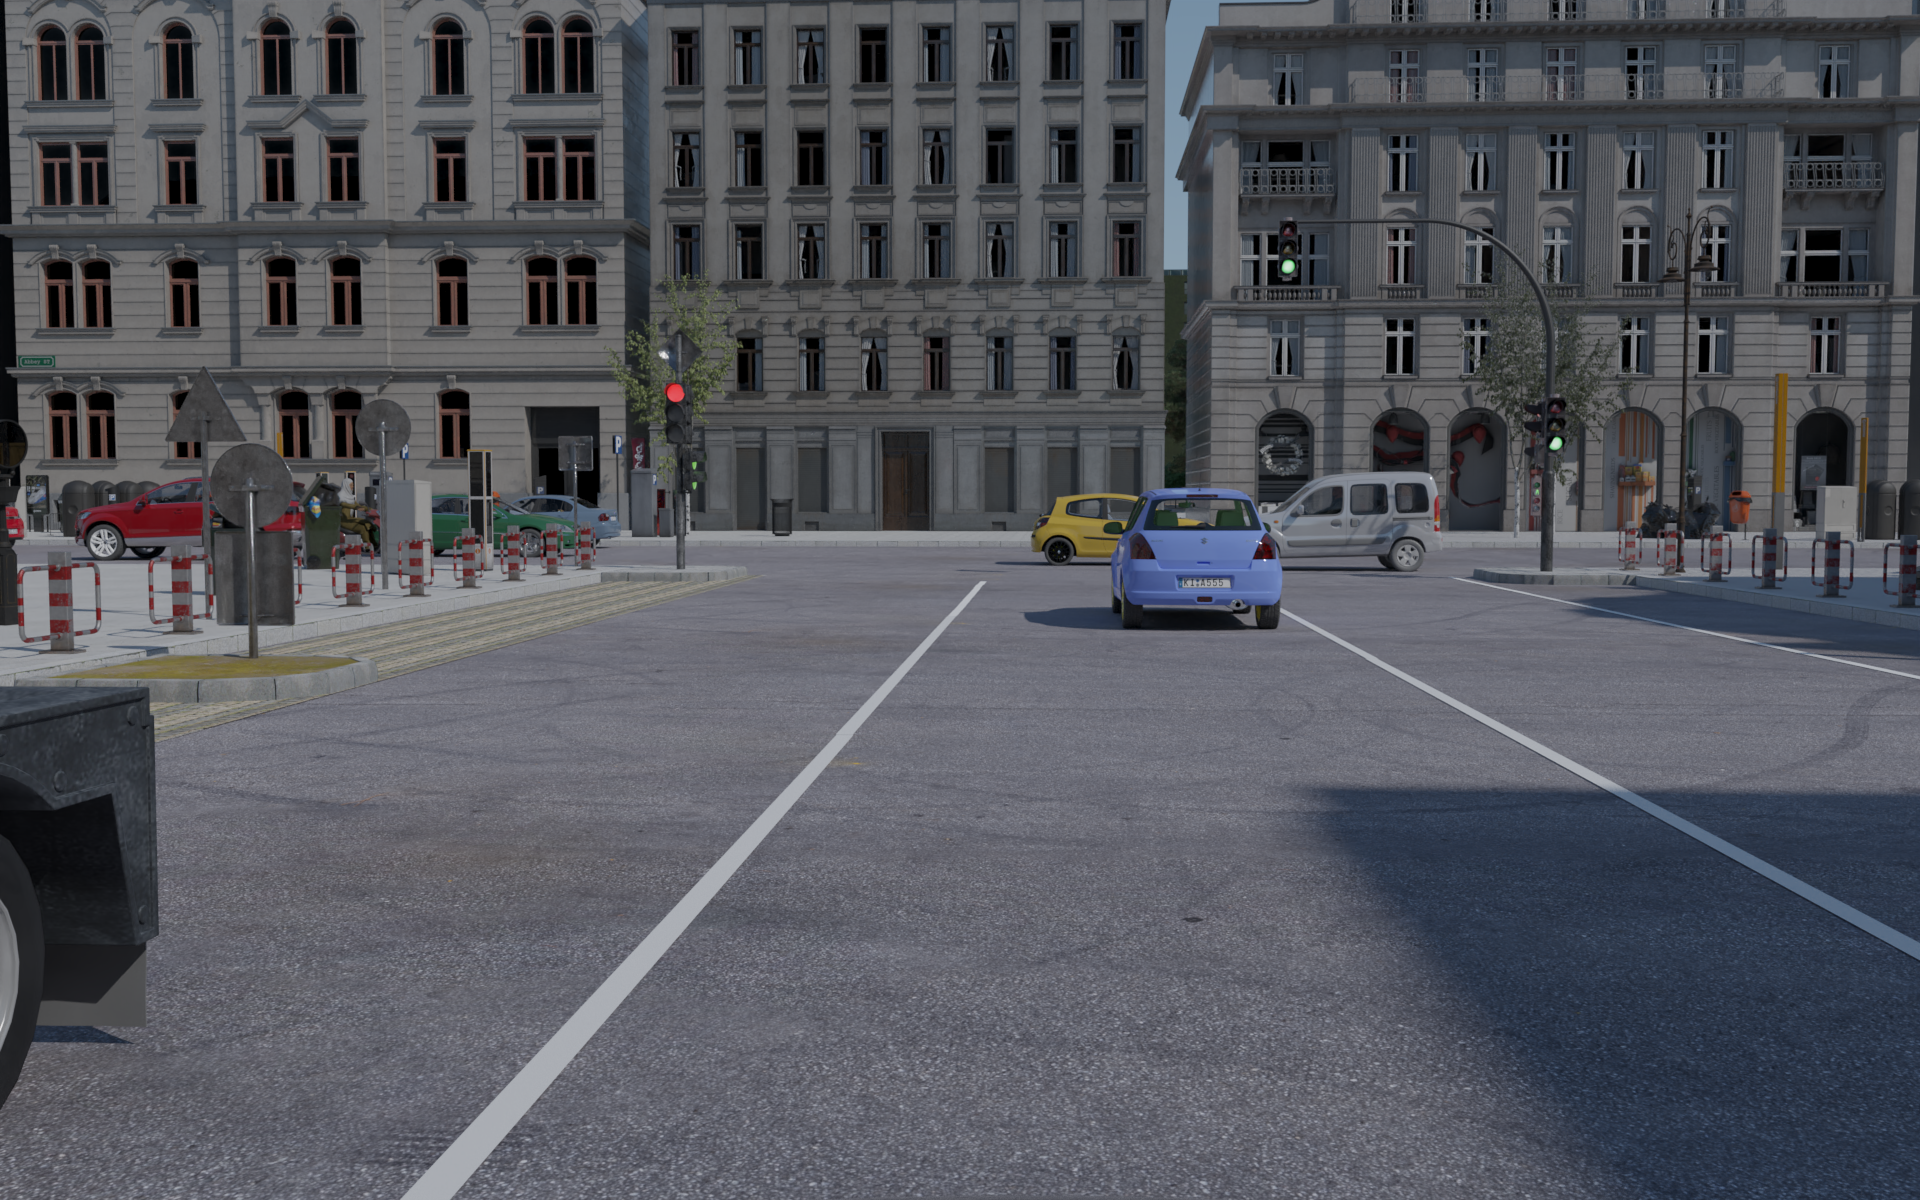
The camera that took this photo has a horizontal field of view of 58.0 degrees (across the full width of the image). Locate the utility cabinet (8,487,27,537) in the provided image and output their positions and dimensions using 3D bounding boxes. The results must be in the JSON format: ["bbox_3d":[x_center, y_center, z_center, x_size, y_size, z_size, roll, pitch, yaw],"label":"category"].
[{"bbox_3d":[-27.842,-2.596,51.128,0.318,1.500,1.173,-3,4,-37],"label":"utility cabinet"}]

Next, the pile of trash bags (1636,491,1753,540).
[{"bbox_3d":[21.113,-2.436,49.589,1.912,1.369,3.447,-2,4,-28],"label":"pile of trash bags"}]

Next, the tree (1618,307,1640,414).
[{"bbox_3d":[19.039,-6.382,54.714,4.360,8.622,3.978,0,3,0],"label":"tree"}]

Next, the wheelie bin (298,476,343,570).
[{"bbox_3d":[-10.952,-1.332,29.694,0.693,1.594,0.980,-2,4,-28],"label":"wheelie bin"}]

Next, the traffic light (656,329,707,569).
[{"bbox_3d":[-4.747,-2.478,29.439,0.839,4.253,0.868,0,4,3],"label":"traffic light"}]

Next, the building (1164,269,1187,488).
[{"bbox_3d":[22.530,-27.631,223.464,14.107,30.474,14.160,0,4,3],"label":"building"}]

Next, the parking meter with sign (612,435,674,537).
[{"bbox_3d":[-9.378,-3.374,51.423,1.738,3.016,0.543,1,4,10],"label":"parking meter with sign"}]

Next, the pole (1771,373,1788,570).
[{"bbox_3d":[13.877,-2.172,29.348,0.158,3.312,0.155,0,3,0],"label":"pole"}]

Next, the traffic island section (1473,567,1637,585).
[{"bbox_3d":[9.729,-0.393,28.715,2.009,0.180,2.903,0,4,3],"label":"traffic island section"}]

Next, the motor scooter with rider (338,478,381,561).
[{"bbox_3d":[-11.635,-1.504,33.563,1.986,1.779,0.876,0,4,5],"label":"motor scooter with rider"}]

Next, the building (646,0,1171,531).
[{"bbox_3d":[-1.615,-13.121,63.687,18.267,20.994,9.793,0,4,3],"label":"building"}]

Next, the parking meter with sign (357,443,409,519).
[{"bbox_3d":[-19.679,-3.830,58.884,1.738,3.016,0.543,0,4,5],"label":"parking meter with sign"}]

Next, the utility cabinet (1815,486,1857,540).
[{"bbox_3d":[24.265,-2.401,47.936,1.173,1.500,0.318,-1,4,-22],"label":"utility cabinet"}]

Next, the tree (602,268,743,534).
[{"bbox_3d":[-9.077,-6.470,56.145,4.737,8.622,4.395,0,3,0],"label":"tree"}]

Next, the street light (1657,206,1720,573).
[{"bbox_3d":[11.764,-3.384,28.116,0.468,5.910,1.993,0,4,3],"label":"street light"}]

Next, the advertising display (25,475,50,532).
[{"bbox_3d":[-31.142,-3.259,58.502,0.974,1.923,0.123,1,4,23],"label":"advertising display"}]

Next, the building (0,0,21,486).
[{"bbox_3d":[-42.465,-14.528,67.205,15.834,23.373,12.332,0,4,3],"label":"building"}]

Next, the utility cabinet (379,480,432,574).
[{"bbox_3d":[-8.828,-1.159,27.632,0.318,1.500,1.173,-3,5,-45],"label":"utility cabinet"}]

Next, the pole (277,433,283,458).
[{"bbox_3d":[-22.552,-3.894,57.508,0.158,3.312,0.155,0,3,0],"label":"pole"}]

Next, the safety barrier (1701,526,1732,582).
[{"bbox_3d":[11.051,-0.675,25.317,0.300,0.817,1.120,0,4,3],"label":"safety barrier"}]

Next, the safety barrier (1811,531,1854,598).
[{"bbox_3d":[10.822,-0.441,21.490,0.300,0.817,1.120,0,4,3],"label":"safety barrier"}]

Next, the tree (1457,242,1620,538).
[{"bbox_3d":[16.361,-6.120,50.420,4.360,8.622,3.978,0,3,0],"label":"tree"}]

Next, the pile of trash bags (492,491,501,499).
[{"bbox_3d":[-15.869,-2.684,53.633,3.447,1.369,1.912,0,4,7],"label":"pile of trash bags"}]

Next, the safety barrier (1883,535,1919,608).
[{"bbox_3d":[10.708,-0.324,19.567,0.300,0.817,1.120,0,4,3],"label":"safety barrier"}]

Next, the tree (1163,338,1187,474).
[{"bbox_3d":[17.858,-13.535,128.722,7.806,13.903,7.818,0,3,0],"label":"tree"}]

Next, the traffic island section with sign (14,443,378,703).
[{"bbox_3d":[-5.456,-0.253,12.763,1.989,1.847,2.006,0,4,3],"label":"traffic island section with sign"}]

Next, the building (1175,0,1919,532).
[{"bbox_3d":[20.405,-13.575,63.753,24.055,21.916,13.314,0,4,3],"label":"building"}]

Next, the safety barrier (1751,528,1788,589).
[{"bbox_3d":[10.935,-0.558,23.404,0.300,0.817,1.120,0,4,3],"label":"safety barrier"}]

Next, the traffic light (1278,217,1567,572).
[{"bbox_3d":[7.597,-3.298,28.585,4.771,5.953,1.251,0,4,3],"label":"traffic light"}]

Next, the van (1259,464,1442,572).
[{"bbox_3d":[6.946,-1.570,32.688,4.112,2.044,2.013,0,4,4],"label":"van"}]

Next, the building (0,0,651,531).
[{"bbox_3d":[-22.361,-17.093,66.855,23.554,28.519,14.401,0,4,3],"label":"building"}]

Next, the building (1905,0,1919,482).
[{"bbox_3d":[47.489,-14.940,63.334,30.058,24.678,14.314,0,4,3],"label":"building"}]

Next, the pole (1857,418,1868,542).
[{"bbox_3d":[24.141,-3.209,46.307,0.158,3.312,0.155,0,3,0],"label":"pole"}]

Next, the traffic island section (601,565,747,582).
[{"bbox_3d":[-4.786,-0.446,29.576,2.009,0.180,2.903,0,4,3],"label":"traffic island section"}]

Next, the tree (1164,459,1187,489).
[{"bbox_3d":[19.349,-10.529,155.860,4.285,4.588,4.351,0,3,0],"label":"tree"}]

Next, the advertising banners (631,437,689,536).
[{"bbox_3d":[-9.239,-3.490,53.244,2.074,3.025,0.090,2,4,25],"label":"advertising banners"}]
